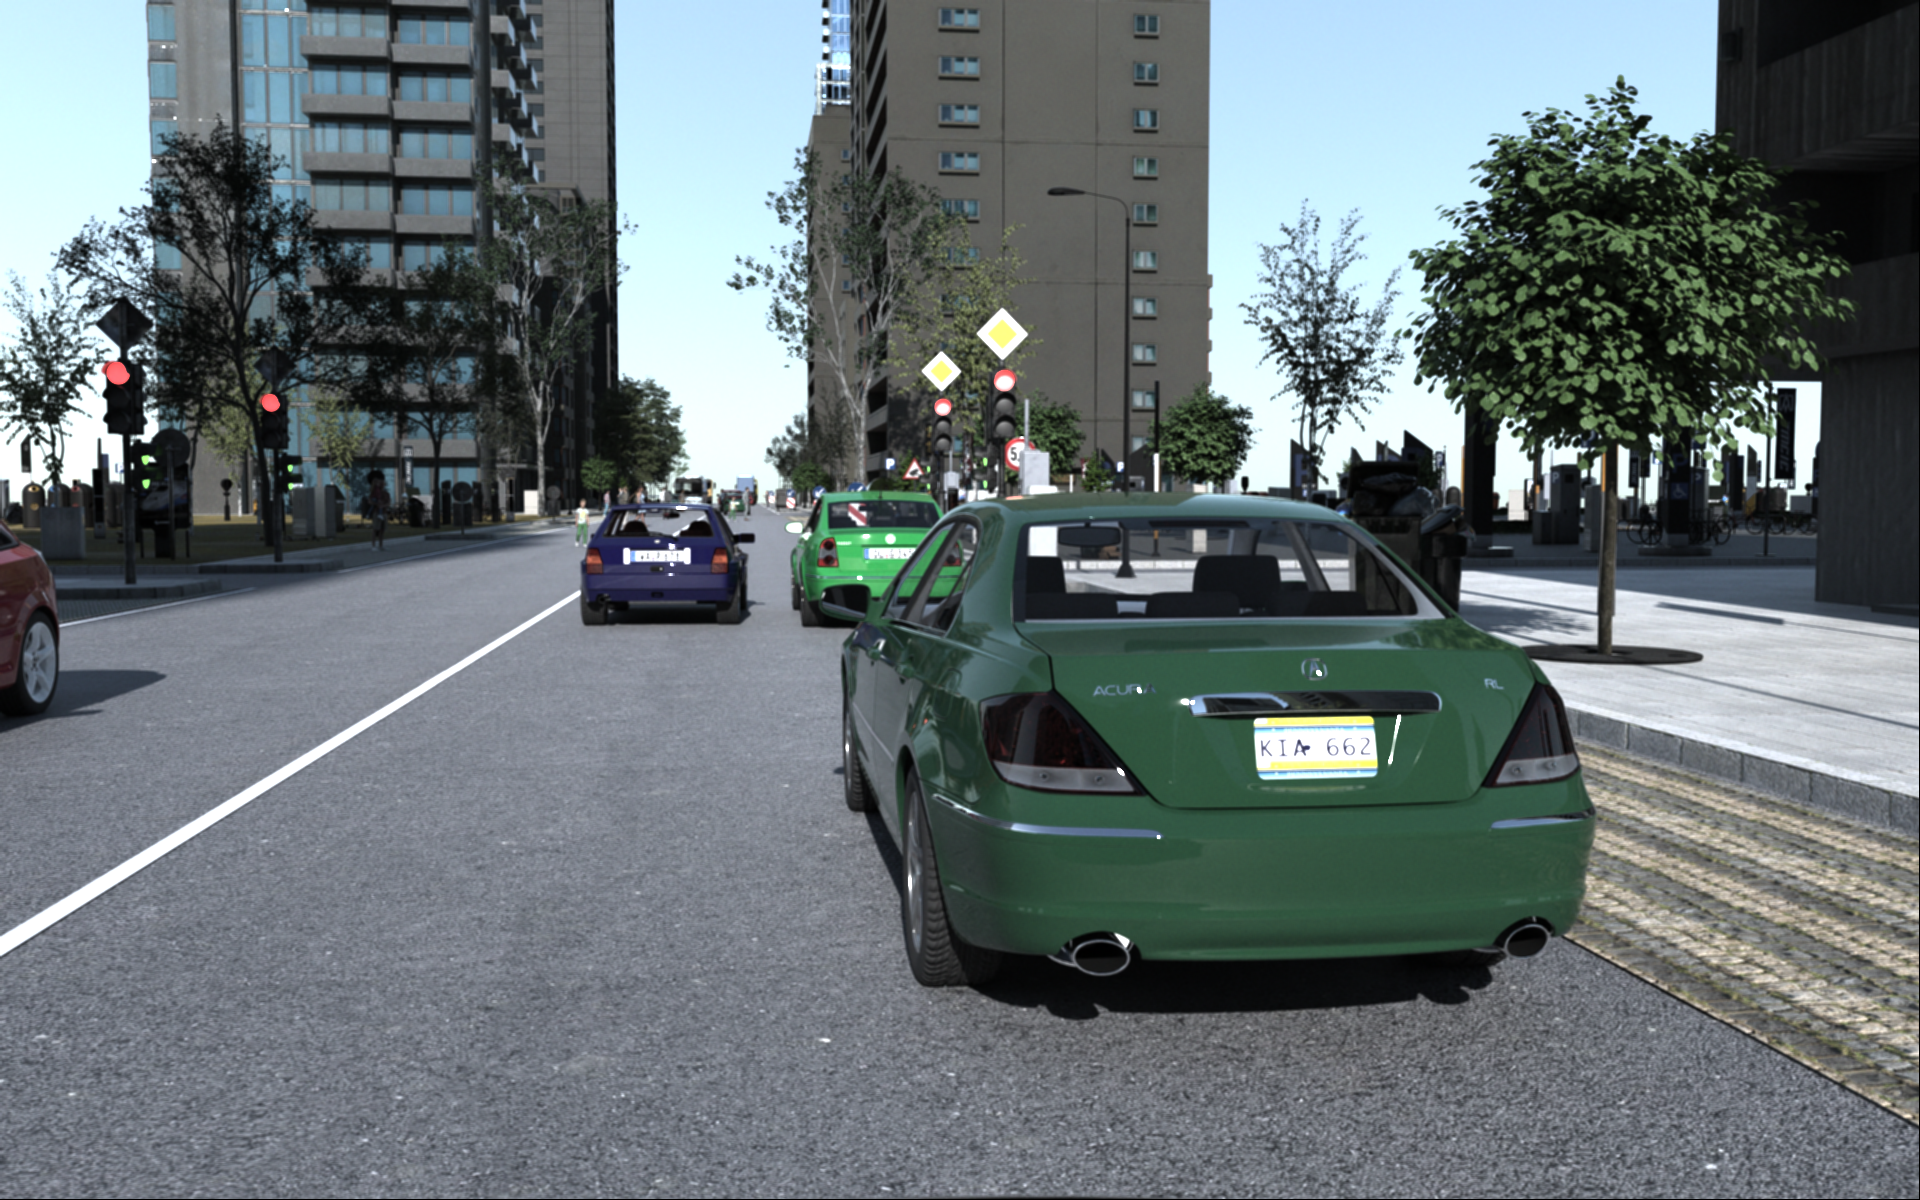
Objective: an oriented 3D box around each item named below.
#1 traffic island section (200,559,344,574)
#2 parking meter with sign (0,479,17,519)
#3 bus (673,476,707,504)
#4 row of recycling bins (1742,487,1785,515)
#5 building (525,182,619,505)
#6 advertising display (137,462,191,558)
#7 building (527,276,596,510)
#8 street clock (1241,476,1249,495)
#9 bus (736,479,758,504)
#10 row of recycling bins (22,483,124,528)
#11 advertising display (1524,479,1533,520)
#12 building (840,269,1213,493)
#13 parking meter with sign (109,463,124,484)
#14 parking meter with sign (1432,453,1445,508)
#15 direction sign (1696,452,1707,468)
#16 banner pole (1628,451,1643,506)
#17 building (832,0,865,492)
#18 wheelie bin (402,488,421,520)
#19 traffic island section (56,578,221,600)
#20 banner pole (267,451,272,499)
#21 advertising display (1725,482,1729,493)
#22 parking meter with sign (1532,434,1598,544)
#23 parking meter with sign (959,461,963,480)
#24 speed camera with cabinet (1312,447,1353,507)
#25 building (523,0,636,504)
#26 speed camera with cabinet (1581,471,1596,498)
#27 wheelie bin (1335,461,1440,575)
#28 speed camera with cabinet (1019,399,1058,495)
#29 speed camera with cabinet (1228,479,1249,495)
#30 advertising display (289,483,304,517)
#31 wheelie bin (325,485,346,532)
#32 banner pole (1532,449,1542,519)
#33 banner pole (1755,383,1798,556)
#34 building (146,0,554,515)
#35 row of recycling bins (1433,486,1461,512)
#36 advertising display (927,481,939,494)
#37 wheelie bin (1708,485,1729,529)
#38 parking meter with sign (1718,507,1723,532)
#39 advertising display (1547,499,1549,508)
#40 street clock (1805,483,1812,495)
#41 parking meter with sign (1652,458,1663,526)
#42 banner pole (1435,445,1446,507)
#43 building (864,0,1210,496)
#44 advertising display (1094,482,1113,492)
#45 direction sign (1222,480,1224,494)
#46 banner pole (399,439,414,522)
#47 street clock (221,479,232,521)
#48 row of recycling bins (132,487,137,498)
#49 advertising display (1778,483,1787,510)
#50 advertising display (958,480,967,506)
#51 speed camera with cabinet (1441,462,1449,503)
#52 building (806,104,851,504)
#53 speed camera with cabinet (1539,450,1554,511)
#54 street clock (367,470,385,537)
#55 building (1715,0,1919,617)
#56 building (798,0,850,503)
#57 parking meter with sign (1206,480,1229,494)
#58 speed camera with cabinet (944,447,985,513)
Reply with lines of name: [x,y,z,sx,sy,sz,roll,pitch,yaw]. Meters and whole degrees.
traffic island section: [-12.889,-0.638,32.713,2.009,0.180,2.903,0,4,-7]
parking meter with sign: [-49.146,-5.656,88.731,1.738,3.016,0.543,0,4,3]
bus: [-26.014,-10.572,167.706,2.948,3.499,13.247,0,4,-6]
row of recycling bins: [44.494,-5.449,96.205,1.069,1.692,3.534,-1,4,-12]
building: [-56.115,-31.217,202.278,32.217,40.220,23.993,0,4,-7]
advertising display: [-16.007,-1.812,34.833,0.974,1.923,0.123,-1,4,-15]
building: [-47.052,-18.670,150.293,27.650,21.520,28.899,0,4,-7]
street clock: [11.714,-4.077,71.226,0.358,2.002,0.471,1,4,19]
bus: [-31.032,-15.966,252.587,2.896,3.916,12.252,-1,4,-9]
row of recycling bins: [-33.523,-3.555,65.232,3.534,1.692,1.069,0,4,1]
advertising display: [24.254,-4.177,73.514,0.974,1.923,0.123,-3,5,-41]
building: [4.326,-18.592,149.016,27.650,21.520,28.899,0,4,-7]
parking meter with sign: [-48.331,-6.288,99.062,1.738,3.016,0.543,3,5,41]
parking meter with sign: [19.710,-4.739,73.735,1.738,3.016,0.543,-1,4,-16]
direction sign: [39.659,-6.169,92.858,0.876,3.537,0.379,-1,4,-23]
banner pole: [32.396,-5.676,82.821,0.863,3.779,0.401,1,4,12]
building: [-2.232,-44.852,171.579,20.563,71.187,20.611,0,4,-7]
wheelie bin: [-26.732,-4.683,84.468,0.980,1.594,0.693,-3,4,-36]
traffic island section: [-11.889,-0.153,24.790,2.009,0.180,2.903,0,4,-7]
banner pole: [-40.477,-6.824,101.589,0.401,3.779,0.863,-3,5,-44]
advertising display: [41.568,-5.401,93.518,0.974,1.923,0.123,-3,5,-43]
parking meter with sign: [15.524,-2.950,44.493,1.738,3.016,0.543,-2,4,-25]
parking meter with sign: [-0.318,-5.247,82.045,0.543,3.016,1.738,3,5,42]
speed camera with cabinet: [15.715,-4.790,72.650,2.038,3.252,0.660,3,5,40]
building: [-52.876,-48.069,224.177,20.563,71.187,20.611,0,4,-7]
speed camera with cabinet: [33.173,-6.055,93.337,2.038,3.252,0.660,3,5,41]
wheelie bin: [4.078,-0.528,16.539,0.980,1.594,0.693,0,4,5]
speed camera with cabinet: [1.612,-2.513,35.431,0.660,3.252,2.038,0,4,-3]
speed camera with cabinet: [16.859,-6.790,105.345,0.660,3.252,2.038,-2,4,-23]
advertising display: [-37.757,-5.712,98.605,0.123,1.923,0.974,2,4,26]
wheelie bin: [-21.212,-3.090,58.423,0.693,1.594,0.980,1,4,13]
banner pole: [20.347,-4.346,61.077,0.401,3.779,0.863,0,4,-4]
banner pole: [16.969,-2.808,35.936,0.863,3.779,0.401,-1,4,-13]
building: [-41.576,-30.622,120.286,23.786,49.044,30.456,0,4,-7]
row of recycling bins: [25.440,-5.319,94.072,3.534,1.692,1.069,2,4,34]
advertising display: [-1.232,-4.942,86.009,0.974,1.923,0.123,-3,4,-37]
wheelie bin: [27.496,-3.369,62.984,0.693,1.594,0.980,-3,5,-43]
parking meter with sign: [24.668,-3.772,57.936,1.738,3.016,0.543,-1,4,-13]
advertising display: [28.485,-4.890,85.166,0.974,1.923,0.123,-1,4,-13]
street clock: [56.635,-6.790,115.583,0.358,2.002,0.471,-1,4,-21]
parking meter with sign: [27.788,-4.391,68.052,0.543,3.016,1.738,0,4,1]
banner pole: [24.741,-6.061,89.112,0.863,3.779,0.401,-2,4,-26]
building: [4.653,-30.474,121.947,21.300,48.544,21.600,0,4,-7]
advertising display: [6.382,-4.451,77.988,0.974,1.923,0.123,-1,4,-12]
direction sign: [8.696,-3.990,57.238,0.379,3.537,0.876,1,4,19]
banner pole: [-25.334,-5.452,79.153,0.401,3.779,0.863,3,5,41]
street clock: [-35.142,-4.798,83.020,0.358,2.002,0.471,2,4,32]
row of recycling bins: [-33.560,-3.843,69.952,1.069,1.692,3.534,0,4,0]
advertising display: [48.313,-5.906,101.776,0.974,1.923,0.123,-3,5,-40]
advertising display: [-0.138,-4.364,76.567,0.974,1.923,0.123,2,4,30]
speed camera with cabinet: [30.116,-6.962,108.167,0.660,3.252,2.038,1,4,12]
building: [-7.720,-36.040,212.961,21.300,48.544,21.600,0,4,-7]
speed camera with cabinet: [26.027,-5.084,77.452,0.660,3.252,2.038,0,4,-1]
street clock: [-17.589,-2.915,52.223,0.471,2.002,0.358,0,4,-4]
building: [15.870,-15.036,17.534,14.160,30.474,14.107,0,4,-7]
building: [-12.103,-57.451,251.995,22.319,86.520,31.000,0,4,-7]
parking meter with sign: [13.044,-5.523,86.562,1.738,3.016,0.543,-1,4,-23]
speed camera with cabinet: [0.236,-4.777,72.442,2.038,3.252,0.660,-1,4,-15]
